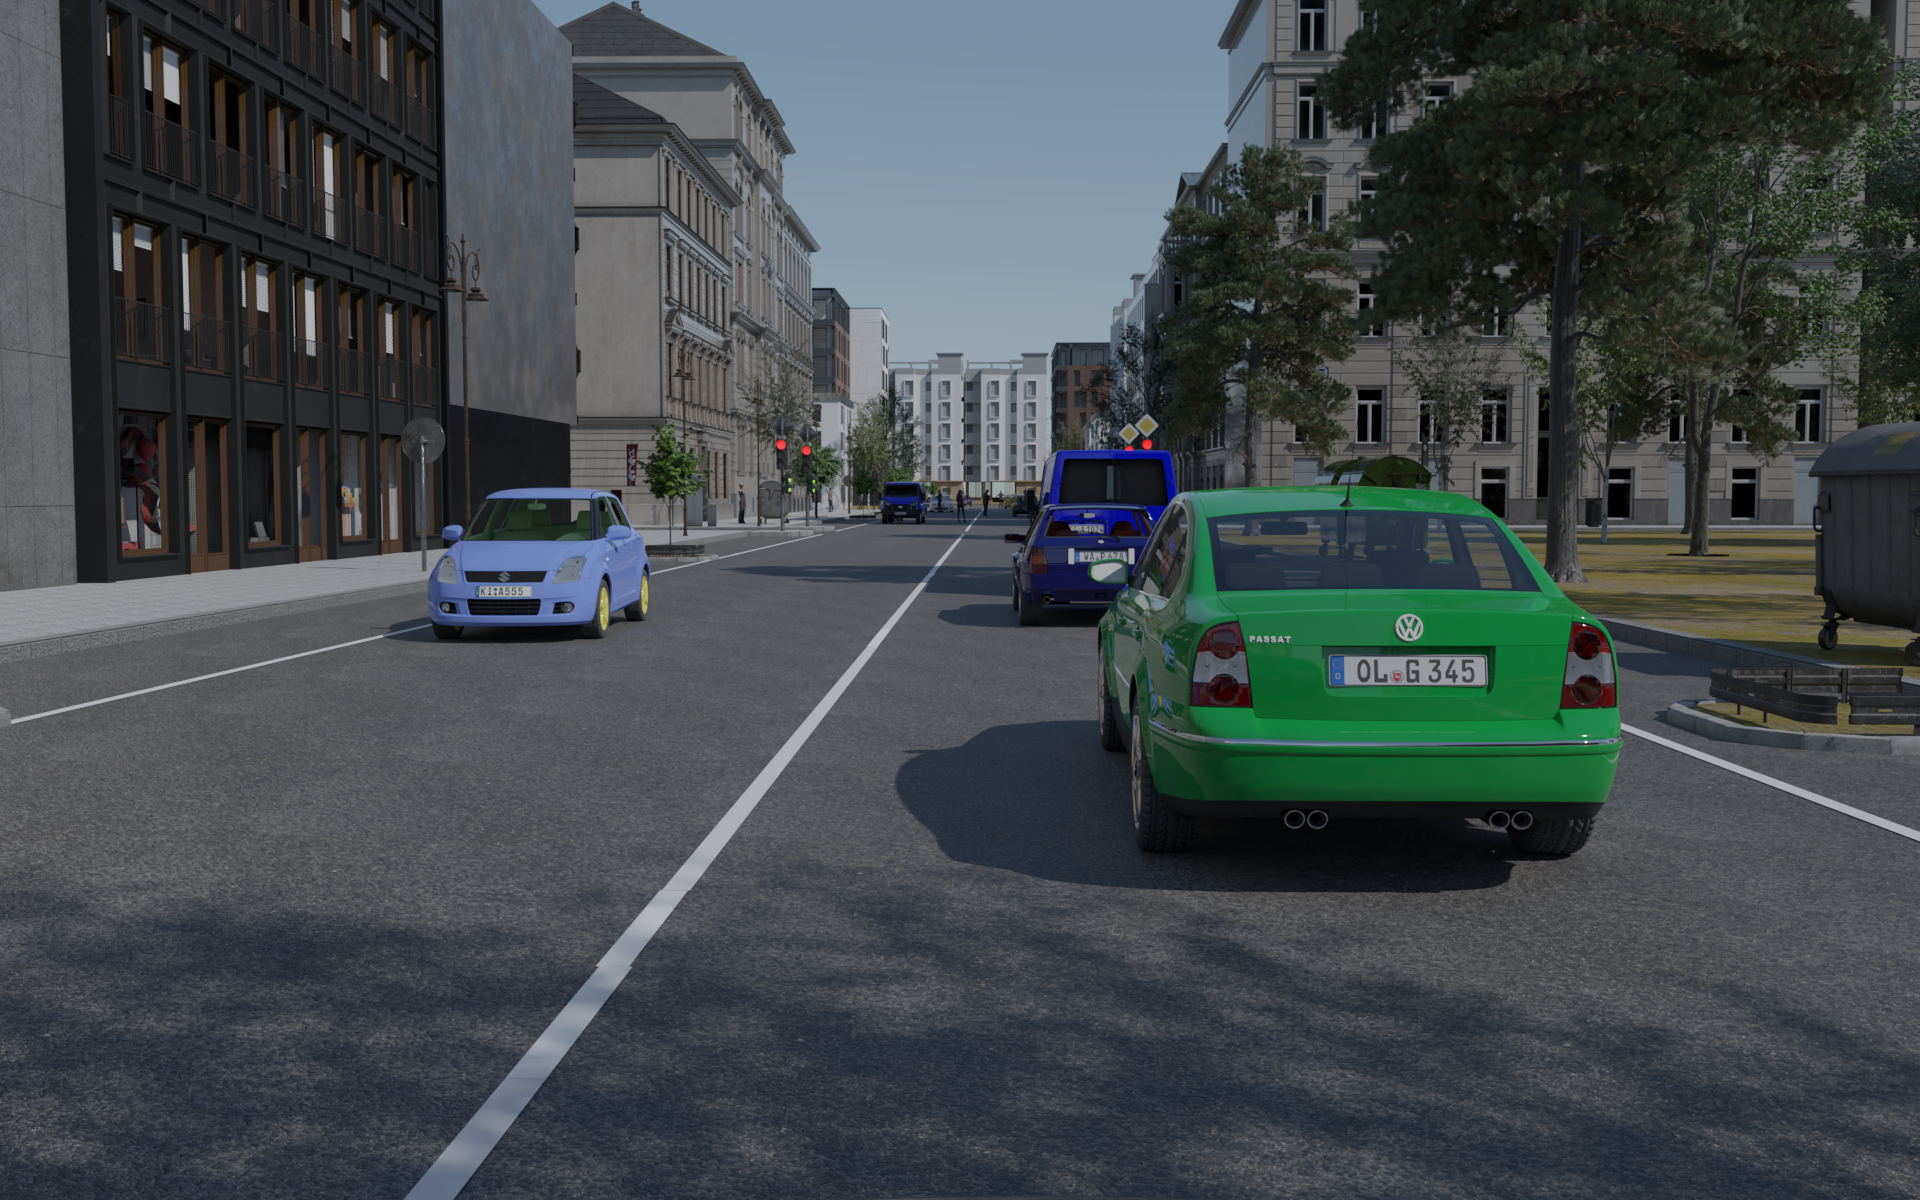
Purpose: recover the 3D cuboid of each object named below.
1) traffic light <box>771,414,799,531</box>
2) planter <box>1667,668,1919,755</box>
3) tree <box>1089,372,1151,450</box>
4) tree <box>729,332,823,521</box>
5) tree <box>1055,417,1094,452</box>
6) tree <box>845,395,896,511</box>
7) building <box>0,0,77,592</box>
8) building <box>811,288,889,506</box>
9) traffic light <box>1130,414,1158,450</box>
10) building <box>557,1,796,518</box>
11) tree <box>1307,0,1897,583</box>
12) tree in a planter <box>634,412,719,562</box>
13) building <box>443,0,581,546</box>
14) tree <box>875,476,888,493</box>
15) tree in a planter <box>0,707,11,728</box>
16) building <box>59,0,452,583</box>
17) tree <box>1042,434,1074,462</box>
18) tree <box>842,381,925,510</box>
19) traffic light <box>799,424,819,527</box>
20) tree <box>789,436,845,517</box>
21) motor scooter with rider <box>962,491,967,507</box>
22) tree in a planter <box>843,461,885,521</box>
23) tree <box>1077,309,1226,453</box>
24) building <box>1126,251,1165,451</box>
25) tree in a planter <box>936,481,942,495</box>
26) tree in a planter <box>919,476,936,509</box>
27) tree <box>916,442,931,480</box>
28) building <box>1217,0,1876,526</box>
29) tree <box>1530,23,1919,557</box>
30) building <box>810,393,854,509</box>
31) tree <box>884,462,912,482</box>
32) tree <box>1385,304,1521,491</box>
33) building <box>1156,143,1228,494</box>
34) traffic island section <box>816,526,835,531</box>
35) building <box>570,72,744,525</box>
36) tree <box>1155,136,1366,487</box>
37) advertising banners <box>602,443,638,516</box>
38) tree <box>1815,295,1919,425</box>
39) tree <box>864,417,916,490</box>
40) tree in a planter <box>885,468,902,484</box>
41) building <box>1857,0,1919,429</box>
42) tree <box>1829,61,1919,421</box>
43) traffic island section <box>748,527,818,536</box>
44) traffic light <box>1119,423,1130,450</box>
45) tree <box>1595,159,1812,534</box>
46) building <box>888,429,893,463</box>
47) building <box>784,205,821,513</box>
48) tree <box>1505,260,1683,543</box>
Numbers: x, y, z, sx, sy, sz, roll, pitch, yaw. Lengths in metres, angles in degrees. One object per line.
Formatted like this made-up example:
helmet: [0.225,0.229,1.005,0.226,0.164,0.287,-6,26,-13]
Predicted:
traffic light: [-6.145,-4.330,60.047,0.839,4.213,0.868,0,4,1]
planter: [5.437,0.651,10.495,1.991,0.319,1.994,0,4,1]
tree: [9.950,-9.455,104.947,4.360,8.622,3.978,0,3,0]
tree: [-8.018,-7.798,77.864,4.360,8.622,3.978,0,3,0]
tree: [10.773,-13.252,167.036,4.737,8.622,4.395,0,3,0]
tree: [-6.843,-10.987,130.001,4.737,8.622,4.395,0,3,0]
building: [-18.716,-11.986,13.992,12.078,24.808,19.932,0,4,1]
building: [-22.597,-21.043,188.032,27.936,21.610,32.646,0,4,1]
traffic light: [6.414,-4.316,59.805,0.839,4.213,0.868,0,4,1]
building: [-17.752,-19.219,101.624,14.401,28.519,23.554,0,4,1]
tree: [9.052,-7.200,25.136,7.806,13.903,7.818,0,3,0]
tree in a planter: [-6.321,-2.475,37.688,1.991,3.239,1.994,0,4,1]
building: [-20.561,-11.068,48.411,16.811,18.784,16.820,0,4,1]
tree: [-7.004,-10.129,160.216,1.663,3.219,1.824,0,3,0]
tree in a planter: [-6.883,-0.792,10.180,1.991,3.239,1.994,0,4,1]
building: [-18.225,-12.386,32.188,12.332,23.373,15.834,0,4,1]
tree: [11.574,-15.343,201.221,4.360,8.622,3.978,0,3,0]
tree: [-6.244,-12.715,142.295,7.601,10.594,8.767,1,4,8]
traffic light: [-5.980,-4.819,68.030,0.839,4.213,0.868,0,4,1]
tree: [-8.237,-7.039,98.805,4.285,4.588,4.351,0,3,0]
motor scooter with rider: [0.311,-10.115,174.350,0.876,1.779,1.986,0,4,2]
tree in a planter: [-5.186,-5.840,92.708,1.991,3.239,1.994,0,4,1]
tree: [10.129,-9.306,86.572,8.767,10.594,7.601,0,4,3]
building: [18.676,-17.060,133.688,10.420,20.320,16.860,0,4,1]
tree in a planter: [-3.043,-12.206,196.785,1.991,3.239,1.994,0,4,1]
tree in a planter: [-3.586,-10.558,169.847,1.991,3.239,1.994,0,4,1]
tree: [-5.416,-14.540,188.098,4.360,8.622,3.978,0,3,0]
building: [24.531,-17.025,75.627,25.104,27.353,12.463,0,4,1]
tree: [15.193,-6.697,35.258,9.928,11.665,9.643,0,3,0]
building: [-14.201,-13.197,157.918,9.099,9.664,28.070,0,4,1]
tree: [-6.326,-11.801,176.666,4.285,4.588,4.351,0,3,0]
tree: [16.241,-6.555,57.544,4.360,8.622,3.978,0,3,0]
building: [19.572,-17.658,107.788,14.460,24.649,34.723,0,4,1]
traffic island section: [-6.020,-2.806,68.165,2.009,0.180,2.903,0,4,1]
building: [-16.609,-13.180,80.115,10.561,19.102,19.286,0,4,1]
tree: [8.868,-7.986,52.625,6.751,12.117,7.091,0,3,0]
advertising banners: [-12.018,-3.931,60.457,2.074,3.025,0.090,2,4,30]
tree: [29.981,-6.416,55.259,4.737,8.622,4.395,0,3,0]
tree: [-6.827,-12.501,154.758,4.360,8.622,3.978,0,3,0]
tree in a planter: [-4.629,-7.491,119.703,1.991,3.239,1.994,0,4,1]
building: [49.627,-16.987,75.007,25.104,27.353,12.463,0,4,1]
tree: [26.278,-8.278,42.000,9.857,13.997,8.962,0,3,0]
traffic island section: [-6.185,-2.318,60.181,2.009,0.180,2.903,0,4,1]
traffic light: [6.579,-4.804,67.788,0.839,4.213,0.868,0,4,1]
tree: [23.368,-8.138,55.108,6.751,12.117,7.091,0,3,0]
building: [-22.524,-16.525,212.328,28.070,9.664,9.099,0,4,1]
building: [-16.360,-18.017,123.462,11.050,23.489,19.941,0,4,1]
tree: [16.899,-5.834,45.754,4.737,8.622,4.395,0,3,0]
